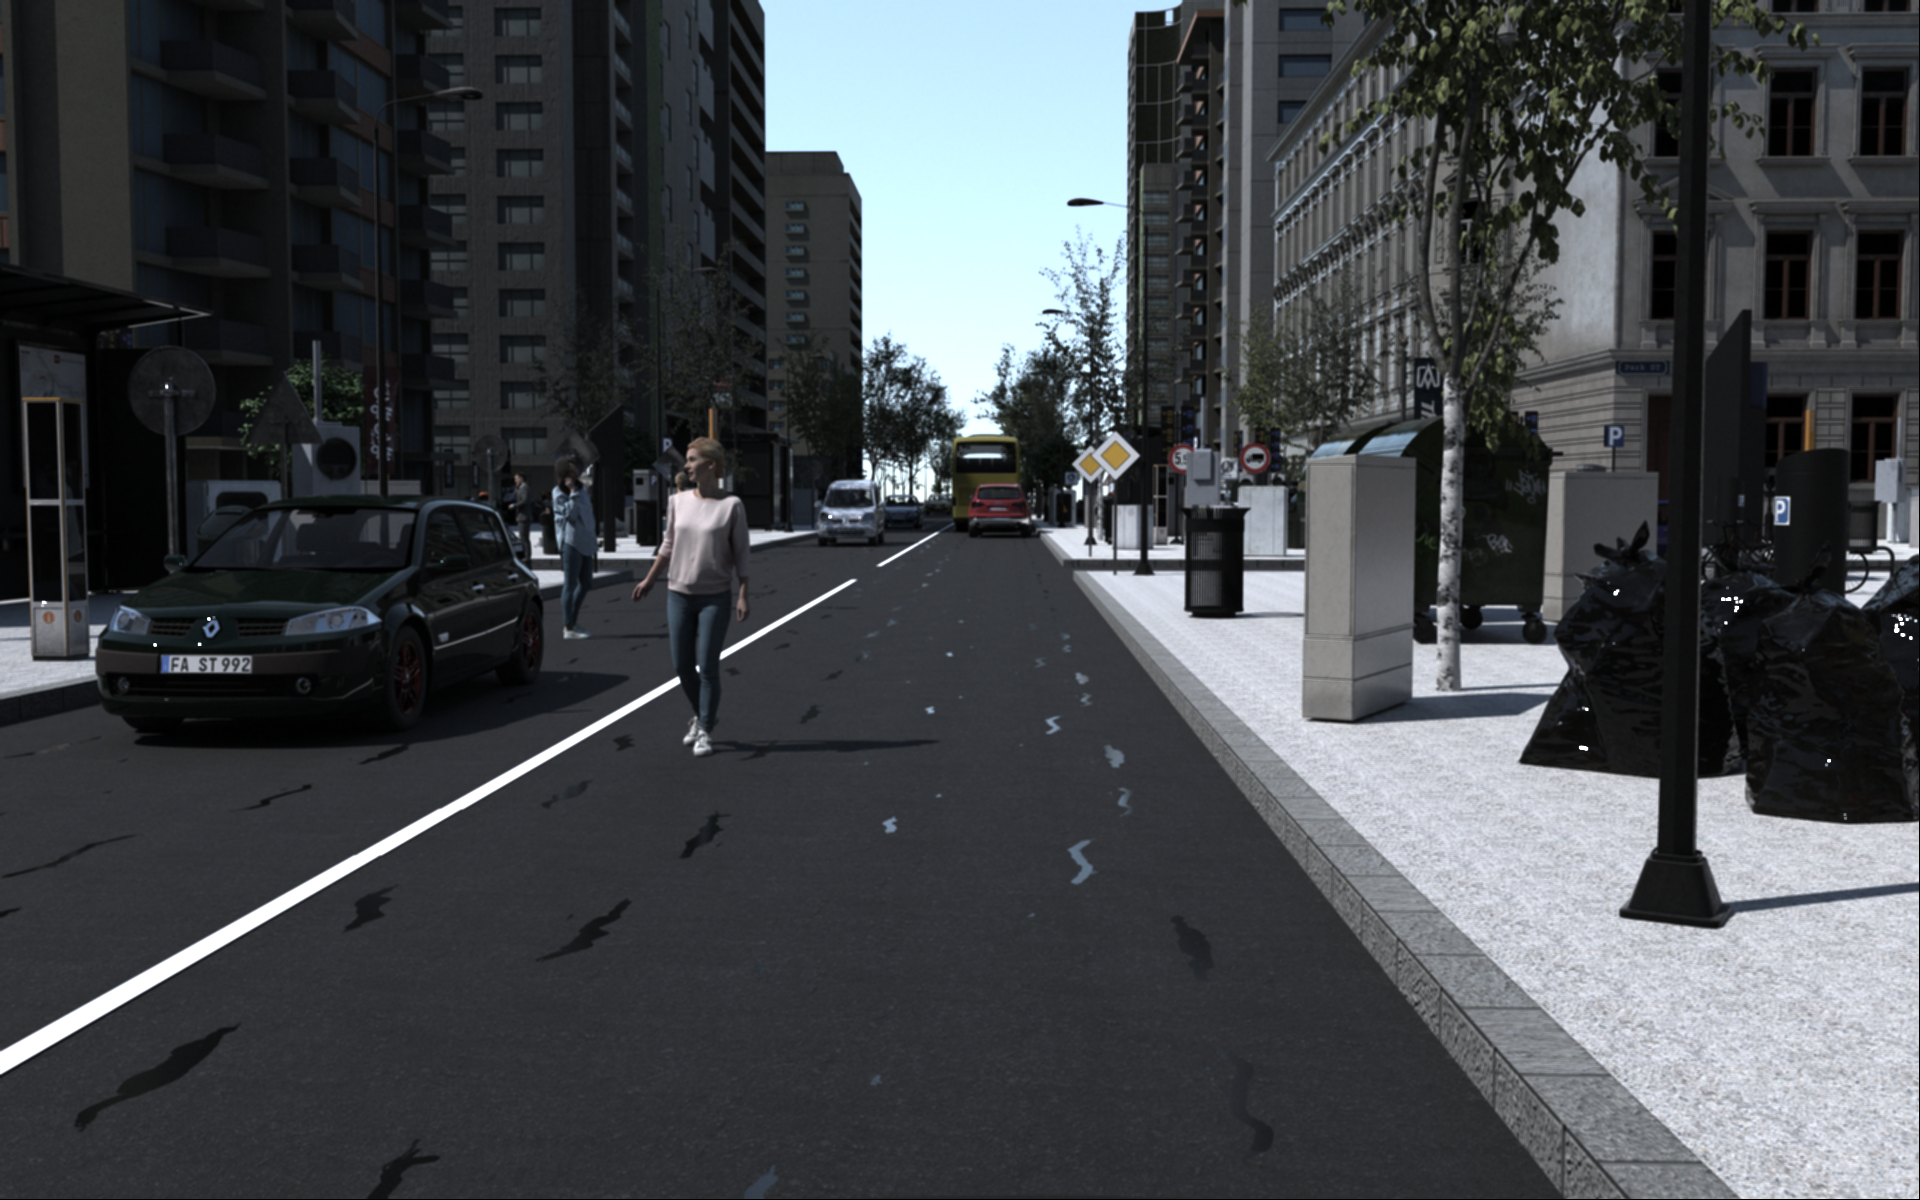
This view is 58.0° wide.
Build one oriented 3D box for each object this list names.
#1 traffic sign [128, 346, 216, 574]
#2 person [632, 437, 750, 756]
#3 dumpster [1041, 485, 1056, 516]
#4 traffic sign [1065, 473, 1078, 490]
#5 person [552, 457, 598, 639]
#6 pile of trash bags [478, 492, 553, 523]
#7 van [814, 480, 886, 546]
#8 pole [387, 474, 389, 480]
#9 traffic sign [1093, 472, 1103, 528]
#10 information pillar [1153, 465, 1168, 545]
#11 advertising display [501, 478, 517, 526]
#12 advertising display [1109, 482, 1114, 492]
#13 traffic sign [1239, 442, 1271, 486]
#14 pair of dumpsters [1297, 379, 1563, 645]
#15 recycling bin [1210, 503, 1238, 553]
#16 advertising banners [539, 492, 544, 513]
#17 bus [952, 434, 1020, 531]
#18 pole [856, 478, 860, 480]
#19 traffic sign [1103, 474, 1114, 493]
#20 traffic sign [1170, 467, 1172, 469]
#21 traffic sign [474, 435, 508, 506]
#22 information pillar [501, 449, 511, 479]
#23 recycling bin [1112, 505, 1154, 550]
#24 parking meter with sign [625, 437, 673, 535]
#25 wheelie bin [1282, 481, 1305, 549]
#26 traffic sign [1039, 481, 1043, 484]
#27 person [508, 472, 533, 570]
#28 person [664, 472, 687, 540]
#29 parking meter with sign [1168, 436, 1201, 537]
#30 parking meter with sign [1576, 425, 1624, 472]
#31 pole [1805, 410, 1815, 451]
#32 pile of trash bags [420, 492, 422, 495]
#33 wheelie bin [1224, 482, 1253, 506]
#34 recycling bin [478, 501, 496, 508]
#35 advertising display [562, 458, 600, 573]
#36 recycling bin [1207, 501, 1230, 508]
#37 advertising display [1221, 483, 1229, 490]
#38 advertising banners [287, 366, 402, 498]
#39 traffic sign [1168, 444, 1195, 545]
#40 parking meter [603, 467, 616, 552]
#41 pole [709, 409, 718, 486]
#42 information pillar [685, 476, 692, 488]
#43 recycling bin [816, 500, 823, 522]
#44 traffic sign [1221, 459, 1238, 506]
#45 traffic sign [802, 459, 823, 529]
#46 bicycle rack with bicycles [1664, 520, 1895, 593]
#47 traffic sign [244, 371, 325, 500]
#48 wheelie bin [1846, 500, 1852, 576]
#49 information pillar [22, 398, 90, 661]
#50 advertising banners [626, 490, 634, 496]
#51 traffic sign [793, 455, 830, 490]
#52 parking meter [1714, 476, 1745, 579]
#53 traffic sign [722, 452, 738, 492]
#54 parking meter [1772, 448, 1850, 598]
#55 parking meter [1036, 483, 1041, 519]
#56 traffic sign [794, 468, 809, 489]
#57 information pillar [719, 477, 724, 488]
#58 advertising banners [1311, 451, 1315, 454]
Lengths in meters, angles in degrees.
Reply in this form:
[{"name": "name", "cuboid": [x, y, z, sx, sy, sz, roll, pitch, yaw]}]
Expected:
[{"name": "traffic sign", "cuboid": [-6.798, -0.907, 14.943, 0.768, 2.556, 0.104, 0, 4, 3]}, {"name": "person", "cuboid": [-1.477, -0.030, 9.664, 0.731, 1.740, 0.598, 0, 4, 7]}, {"name": "dumpster", "cuboid": [5.028, -5.641, 97.984, 1.264, 1.857, 1.865, 0, 4, 1]}, {"name": "traffic sign", "cuboid": [5.172, -4.792, 80.484, 0.606, 2.300, 0.079, 0, 4, 4]}, {"name": "person", "cuboid": [-3.835, -0.515, 17.179, 0.793, 1.790, 0.793, -1, 4, -15]}, {"name": "pile of trash bags", "cuboid": [-22.385, -4.690, 86.432, 3.447, 1.369, 1.912, 0, 4, 8]}, {"name": "van", "cuboid": [-3.066, -2.578, 49.169, 2.013, 2.044, 4.112, 0, 4, 1]}, {"name": "pole", "cuboid": [-11.950, -2.579, 36.007, 0.158, 3.312, 0.155, 0, 3, 0]}, {"name": "traffic sign", "cuboid": [5.042, -3.964, 64.916, 0.768, 2.556, 0.104, 0, 4, 2]}, {"name": "information pillar", "cuboid": [5.044, -2.388, 43.531, 0.304, 2.012, 0.304, -1, 4, -9]}, {"name": "advertising display", "cuboid": [-18.107, -3.964, 70.019, 0.974, 1.923, 0.123, 1, 4, 22]}, {"name": "advertising display", "cuboid": [8.256, -5.227, 90.677, 0.974, 1.923, 0.123, 1, 4, 22]}, {"name": "traffic sign", "cuboid": [7.283, -2.614, 42.843, 0.768, 2.556, 0.104, 0, 4, 2]}, {"name": "pair of dumpsters", "cuboid": [4.418, -0.872, 16.755, 1.574, 2.255, 4.437, 0, 4, 1]}, {"name": "recycling bin", "cuboid": [6.012, -1.542, 37.764, 0.722, 1.027, 0.722, -2, 4, -24]}, {"name": "advertising banners", "cuboid": [-21.830, -5.942, 93.335, 2.074, 3.025, 0.090, 2, 4, 27]}, {"name": "bus", "cuboid": [1.063, -4.800, 70.033, 2.896, 3.916, 12.252, 0, 4, 1]}, {"name": "pole", "cuboid": [-6.355, -6.985, 108.042, 0.158, 3.312, 0.155, 0, 3, 0]}, {"name": "traffic sign", "cuboid": [9.512, -6.768, 110.655, 0.884, 2.594, 0.081, 0, 4, 7]}, {"name": "traffic sign", "cuboid": [8.571, -4.138, 67.763, 0.768, 2.556, 0.104, 1, 4, 11]}, {"name": "traffic sign", "cuboid": [-10.096, -2.272, 37.257, 0.768, 2.556, 0.104, 1, 4, 11]}, {"name": "information pillar", "cuboid": [-23.373, -5.988, 89.263, 0.504, 3.616, 0.183, -1, 4, -21]}, {"name": "recycling bin", "cuboid": [4.006, -1.685, 40.098, 0.722, 1.027, 0.722, 3, 5, 39]}, {"name": "parking meter with sign", "cuboid": [-9.772, -3.525, 53.889, 1.738, 3.016, 0.543, 2, 4, 30]}, {"name": "wheelie bin", "cuboid": [7.868, -2.003, 40.660, 0.980, 1.594, 0.693, 3, 5, 41]}, {"name": "traffic sign", "cuboid": [4.734, -5.862, 95.845, 0.884, 2.594, 0.081, 0, 4, 2]}, {"name": "person", "cuboid": [-8.311, -1.497, 32.778, 0.447, 1.846, 0.655, -1, 4, -12]}, {"name": "person", "cuboid": [-3.735, -0.931, 24.395, 0.598, 1.740, 0.731, 3, 5, 42]}, {"name": "parking meter with sign", "cuboid": [6.334, -3.426, 52.279, 1.738, 3.016, 0.543, 0, 4, -6]}, {"name": "parking meter with sign", "cuboid": [16.335, -2.969, 44.808, 0.543, 3.016, 1.738, -1, 4, -19]}, {"name": "pole", "cuboid": [20.653, -2.954, 42.147, 0.158, 3.312, 0.155, 0, 3, 0]}, {"name": "pile of trash bags", "cuboid": [-16.812, -2.735, 54.462, 1.912, 1.369, 3.447, -2, 4, -30]}, {"name": "wheelie bin", "cuboid": [7.580, -2.365, 46.578, 0.980, 1.594, 0.693, 1, 4, 16]}, {"name": "recycling bin", "cuboid": [-18.077, -3.244, 65.586, 0.722, 1.027, 0.722, 2, 4, 31]}, {"name": "advertising display", "cuboid": [-6.256, -1.418, 28.406, 0.974, 1.923, 0.123, 3, 5, 41]}, {"name": "recycling bin", "cuboid": [9.031, -2.934, 60.522, 0.722, 1.027, 0.722, 2, 4, 33]}, {"name": "advertising display", "cuboid": [14.767, -5.698, 98.375, 0.974, 1.923, 0.123, 1, 4, 11]}, {"name": "advertising banners", "cuboid": [-8.566, -1.667, 23.439, 2.074, 3.025, 0.090, -2, 4, -34]}, {"name": "traffic sign", "cuboid": [5.644, -2.674, 43.822, 0.768, 2.556, 0.104, 0, 4, 7]}, {"name": "parking meter", "cuboid": [-7.741, -1.989, 38.236, 0.255, 1.863, 0.399, -1, 4, -10]}, {"name": "pole", "cuboid": [-5.885, -2.910, 41.416, 0.158, 3.312, 0.155, 0, 3, 0]}, {"name": "information pillar", "cuboid": [-11.303, -4.063, 70.929, 0.304, 2.012, 0.304, -2, 4, -28]}, {"name": "recycling bin", "cuboid": [-6.807, -4.140, 80.241, 0.722, 1.027, 0.722, -1, 4, -22]}, {"name": "traffic sign", "cuboid": [7.545, -2.864, 48.950, 0.606, 2.300, 0.079, 0, 4, 2]}, {"name": "traffic sign", "cuboid": [-5.417, -3.893, 63.755, 0.768, 2.556, 0.104, 0, 4, 2]}, {"name": "bicycle rack with bicycles", "cuboid": [10.771, -0.588, 23.002, 2.925, 0.926, 2.852, 0, 4, -4]}, {"name": "traffic sign", "cuboid": [-7.172, -1.124, 18.384, 0.884, 2.594, 0.081, 0, 4, 4]}, {"name": "wheelie bin", "cuboid": [12.774, -1.090, 25.722, 0.693, 1.594, 0.980, 0, 4, 6]}, {"name": "information pillar", "cuboid": [-6.968, -0.543, 13.368, 0.304, 2.012, 0.304, 0, 4, 4]}, {"name": "advertising banners", "cuboid": [-13.021, -4.444, 68.840, 2.074, 3.025, 0.090, -1, 4, -20]}, {"name": "traffic sign", "cuboid": [-7.897, -5.922, 90.694, 2.265, 3.308, 0.079, 1, 4, 9]}, {"name": "parking meter", "cuboid": [11.095, -1.013, 24.978, 0.372, 1.533, 0.369, 0, 3, 0]}, {"name": "traffic sign", "cuboid": [-6.990, -3.144, 51.508, 0.768, 2.556, 0.104, 0, 4, 3]}, {"name": "parking meter", "cuboid": [4.787, -0.083, 9.770, 0.372, 1.533, 0.369, 0, 3, 0]}, {"name": "parking meter", "cuboid": [4.111, -5.167, 90.191, 0.255, 1.863, 0.399, 0, 4, 3]}, {"name": "traffic sign", "cuboid": [-7.715, -5.159, 84.460, 0.768, 2.556, 0.104, 0, 4, 7]}, {"name": "information pillar", "cuboid": [-12.683, -6.161, 92.079, 0.183, 3.616, 0.504, -3, 4, -36]}, {"name": "advertising banners", "cuboid": [13.532, -4.490, 69.601, 2.074, 3.025, 0.090, -1, 4, -12]}]
